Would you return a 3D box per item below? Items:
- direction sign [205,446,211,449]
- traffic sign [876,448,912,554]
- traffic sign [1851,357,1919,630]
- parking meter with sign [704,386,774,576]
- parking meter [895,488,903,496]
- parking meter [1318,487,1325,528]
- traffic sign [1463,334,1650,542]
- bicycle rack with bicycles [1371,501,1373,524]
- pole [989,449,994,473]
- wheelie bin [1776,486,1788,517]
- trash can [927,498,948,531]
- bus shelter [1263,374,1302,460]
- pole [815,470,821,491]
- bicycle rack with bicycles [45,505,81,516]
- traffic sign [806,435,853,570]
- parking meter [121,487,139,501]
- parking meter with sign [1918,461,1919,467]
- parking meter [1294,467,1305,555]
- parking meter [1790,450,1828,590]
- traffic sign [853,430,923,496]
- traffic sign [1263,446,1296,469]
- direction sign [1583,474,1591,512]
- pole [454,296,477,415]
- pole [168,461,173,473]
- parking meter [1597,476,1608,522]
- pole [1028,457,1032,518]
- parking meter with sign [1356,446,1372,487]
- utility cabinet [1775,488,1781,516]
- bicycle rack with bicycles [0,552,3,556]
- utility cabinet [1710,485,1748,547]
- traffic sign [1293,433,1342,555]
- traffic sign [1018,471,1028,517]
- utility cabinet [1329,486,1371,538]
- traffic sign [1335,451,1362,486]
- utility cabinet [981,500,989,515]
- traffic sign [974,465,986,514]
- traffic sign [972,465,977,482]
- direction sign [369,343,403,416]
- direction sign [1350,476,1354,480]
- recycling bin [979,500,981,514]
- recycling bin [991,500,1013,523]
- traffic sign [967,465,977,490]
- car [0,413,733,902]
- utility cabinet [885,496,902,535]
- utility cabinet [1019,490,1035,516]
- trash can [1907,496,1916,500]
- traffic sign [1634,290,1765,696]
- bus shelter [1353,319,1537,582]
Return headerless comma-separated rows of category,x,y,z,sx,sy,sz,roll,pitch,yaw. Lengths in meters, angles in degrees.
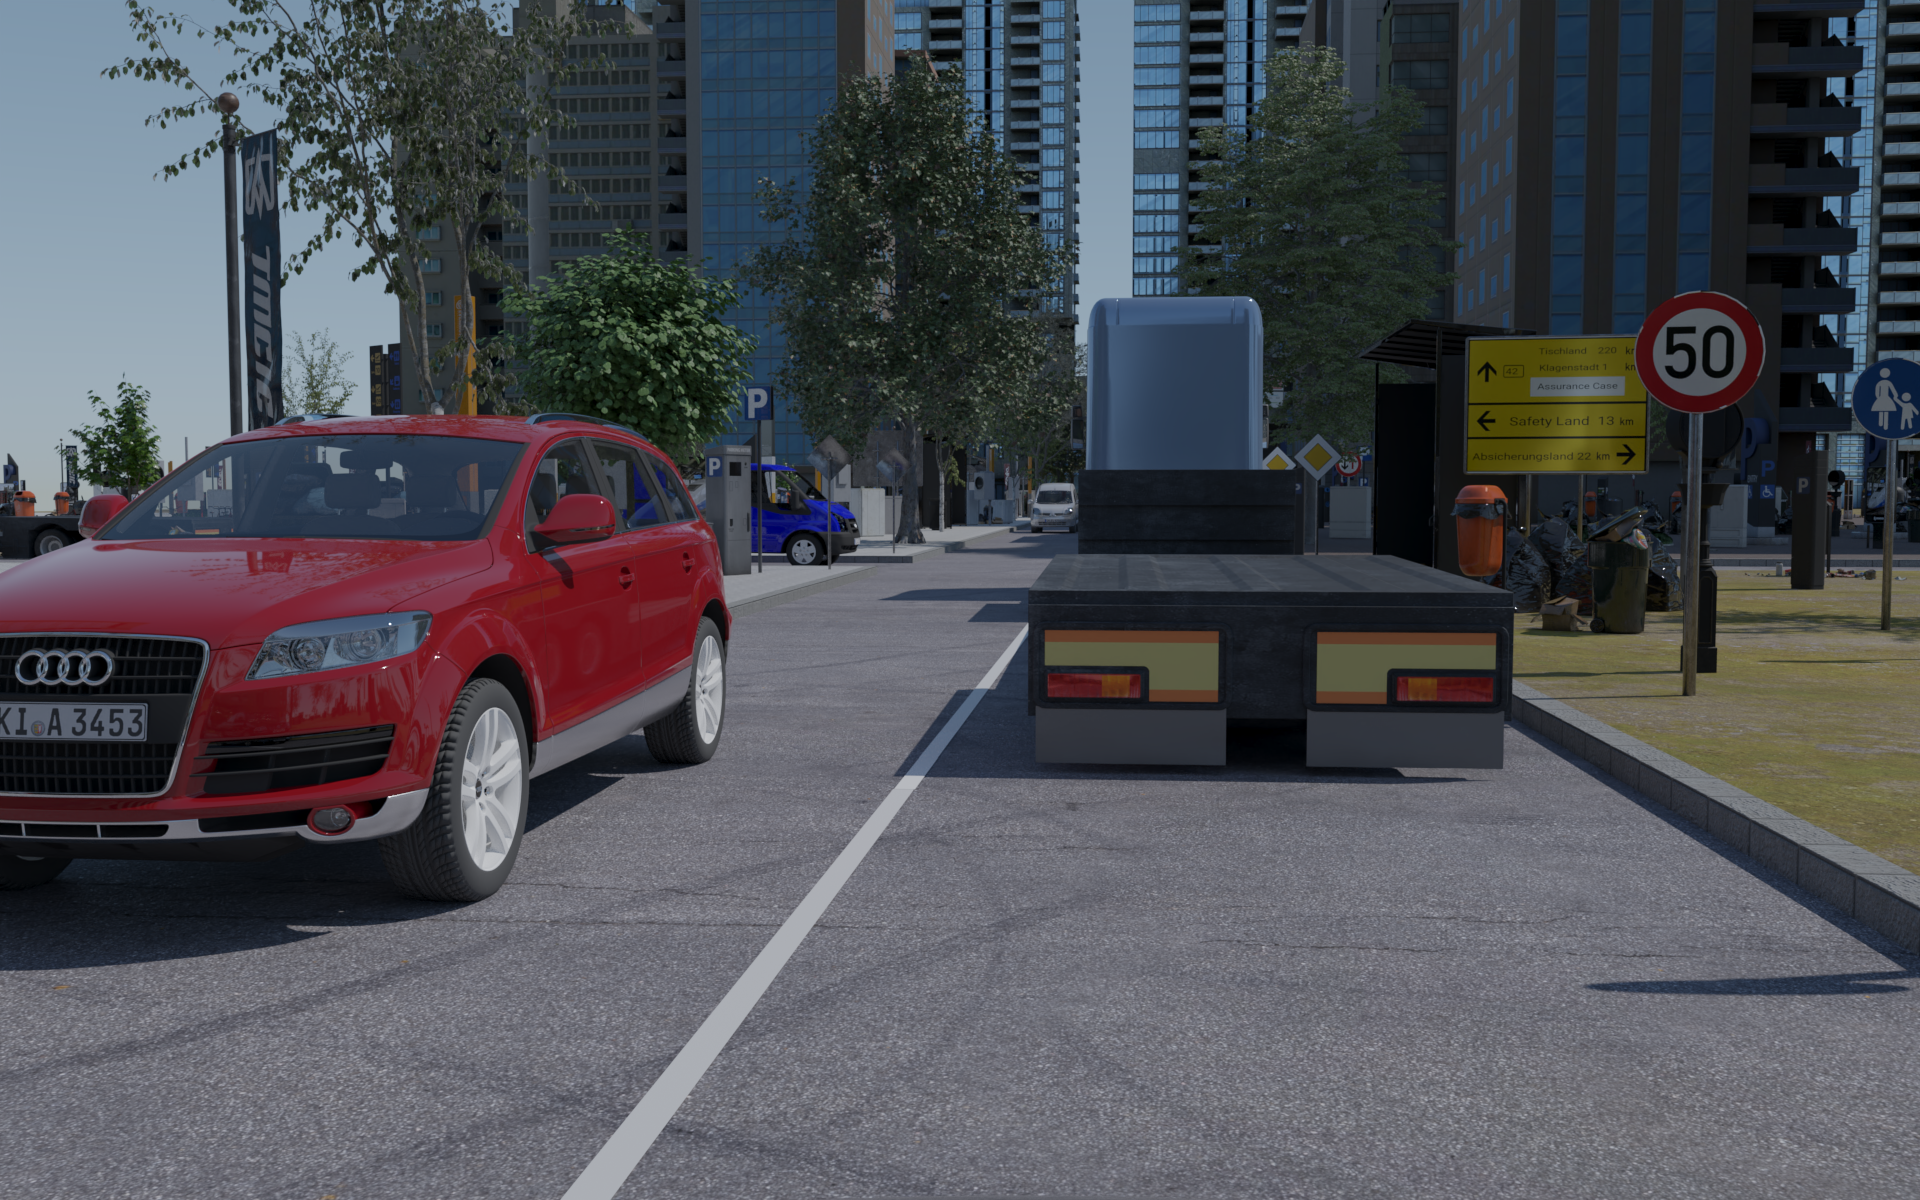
direction sign,-35.497,-5.522,82.282,0.379,3.537,0.876,1,4,16
traffic sign,-1.424,-2.061,37.332,0.795,2.450,0.064,0,4,6
traffic sign,8.732,-0.988,16.263,0.768,2.556,0.104,1,4,9
parking meter with sign,-3.695,-1.906,27.423,0.543,3.016,1.738,2,4,32
parking meter,-2.712,-4.216,77.342,0.372,1.533,0.369,0,3,0
parking meter,13.441,-3.447,64.775,0.372,1.533,0.369,0,3,0
traffic sign,7.649,-1.737,22.267,2.265,3.308,0.079,1,4,12
bicycle rack with bicycles,17.924,-3.782,75.214,2.852,0.926,2.925,-3,5,-40
pole,1.434,-5.161,78.227,0.158,3.312,0.155,0,3,0
wheelie bin,32.080,-3.688,68.204,0.980,1.594,0.693,-2,4,-29
trash can,-0.778,-3.015,60.945,0.748,1.137,0.748,0,3,0
bus shelter,9.471,-4.759,55.440,2.179,5.291,8.768,0,4,6
pole,-5.544,-4.513,67.636,0.158,3.312,0.155,0,3,0
bicycle rack with bicycles,-29.373,-2.805,59.242,2.925,0.926,2.852,0,4,8
traffic sign,-2.214,-1.575,29.386,0.795,2.450,0.064,0,4,6
parking meter,-18.812,-1.888,39.283,0.372,1.533,0.369,0,3,0
parking meter with sign,50.314,-5.755,90.355,0.543,3.016,1.738,2,4,27
parking meter,6.989,-1.862,36.162,0.399,1.863,0.255,0,4,6
parking meter,11.439,-1.078,23.344,0.255,1.863,0.399,-1,4,-20
traffic sign,-2.317,-3.769,55.500,2.265,3.308,0.079,0,4,6
traffic sign,6.678,-2.010,36.508,0.795,2.450,0.064,0,4,6
direction sign,25.376,-4.780,70.153,0.379,3.537,0.876,3,5,41
pole,-5.100,-1.473,17.925,0.158,3.312,0.155,0,3,0
pole,-50.460,-7.142,110.612,0.158,3.312,0.155,0,3,0
parking meter,21.022,-3.117,56.674,0.255,1.863,0.399,3,4,37
pole,3.753,-6.078,93.219,0.158,3.312,0.155,0,3,0
parking meter with sign,14.769,-4.098,63.262,0.543,3.016,1.738,1,4,15
utility cabinet,27.240,-3.070,58.865,1.173,1.500,0.318,0,4,0
bicycle rack with bicycles,-6.896,0.161,10.743,2.852,0.926,2.925,2,4,25
utility cabinet,18.150,-2.001,41.396,1.173,1.500,0.318,3,5,41
traffic sign,5.888,-1.524,28.562,0.795,2.450,0.064,0,4,6
traffic sign,3.493,-5.828,95.397,0.768,2.556,0.104,1,4,12
utility cabinet,11.250,-2.521,49.894,1.173,1.500,0.318,3,5,42
traffic sign,11.467,-3.123,51.163,0.768,2.556,0.104,1,4,8
utility cabinet,1.129,-4.406,83.195,1.020,1.237,0.306,0,4,6
traffic sign,0.816,-4.668,76.432,0.768,2.556,0.104,1,4,12
traffic sign,0.712,-4.701,76.868,0.884,2.594,0.081,1,4,11
direction sign,-8.684,-2.097,26.279,0.876,3.537,0.379,3,5,41
direction sign,21.840,-6.444,97.362,0.876,3.537,0.379,-3,4,-38
recycling bin,0.555,-4.119,79.903,0.722,1.027,0.722,0,4,-8
recycling bin,1.840,-3.876,75.933,0.722,1.027,0.722,3,4,36
traffic sign,0.350,-4.611,75.502,0.768,2.556,0.104,1,4,12
car,-2.478,0.050,7.857,2.281,1.827,5.304,0,4,6
utility cabinet,-2.111,-2.685,55.063,1.020,1.237,0.306,-1,4,-22
utility cabinet,3.905,-5.707,101.989,1.173,1.500,0.318,-3,5,-43
trash can,58.595,-5.812,106.676,0.748,1.137,0.748,0,3,0
traffic sign,4.641,-0.663,10.948,0.768,2.556,0.104,1,4,14
bus shelter,7.191,-2.137,26.231,1.731,3.624,6.357,0,4,6
